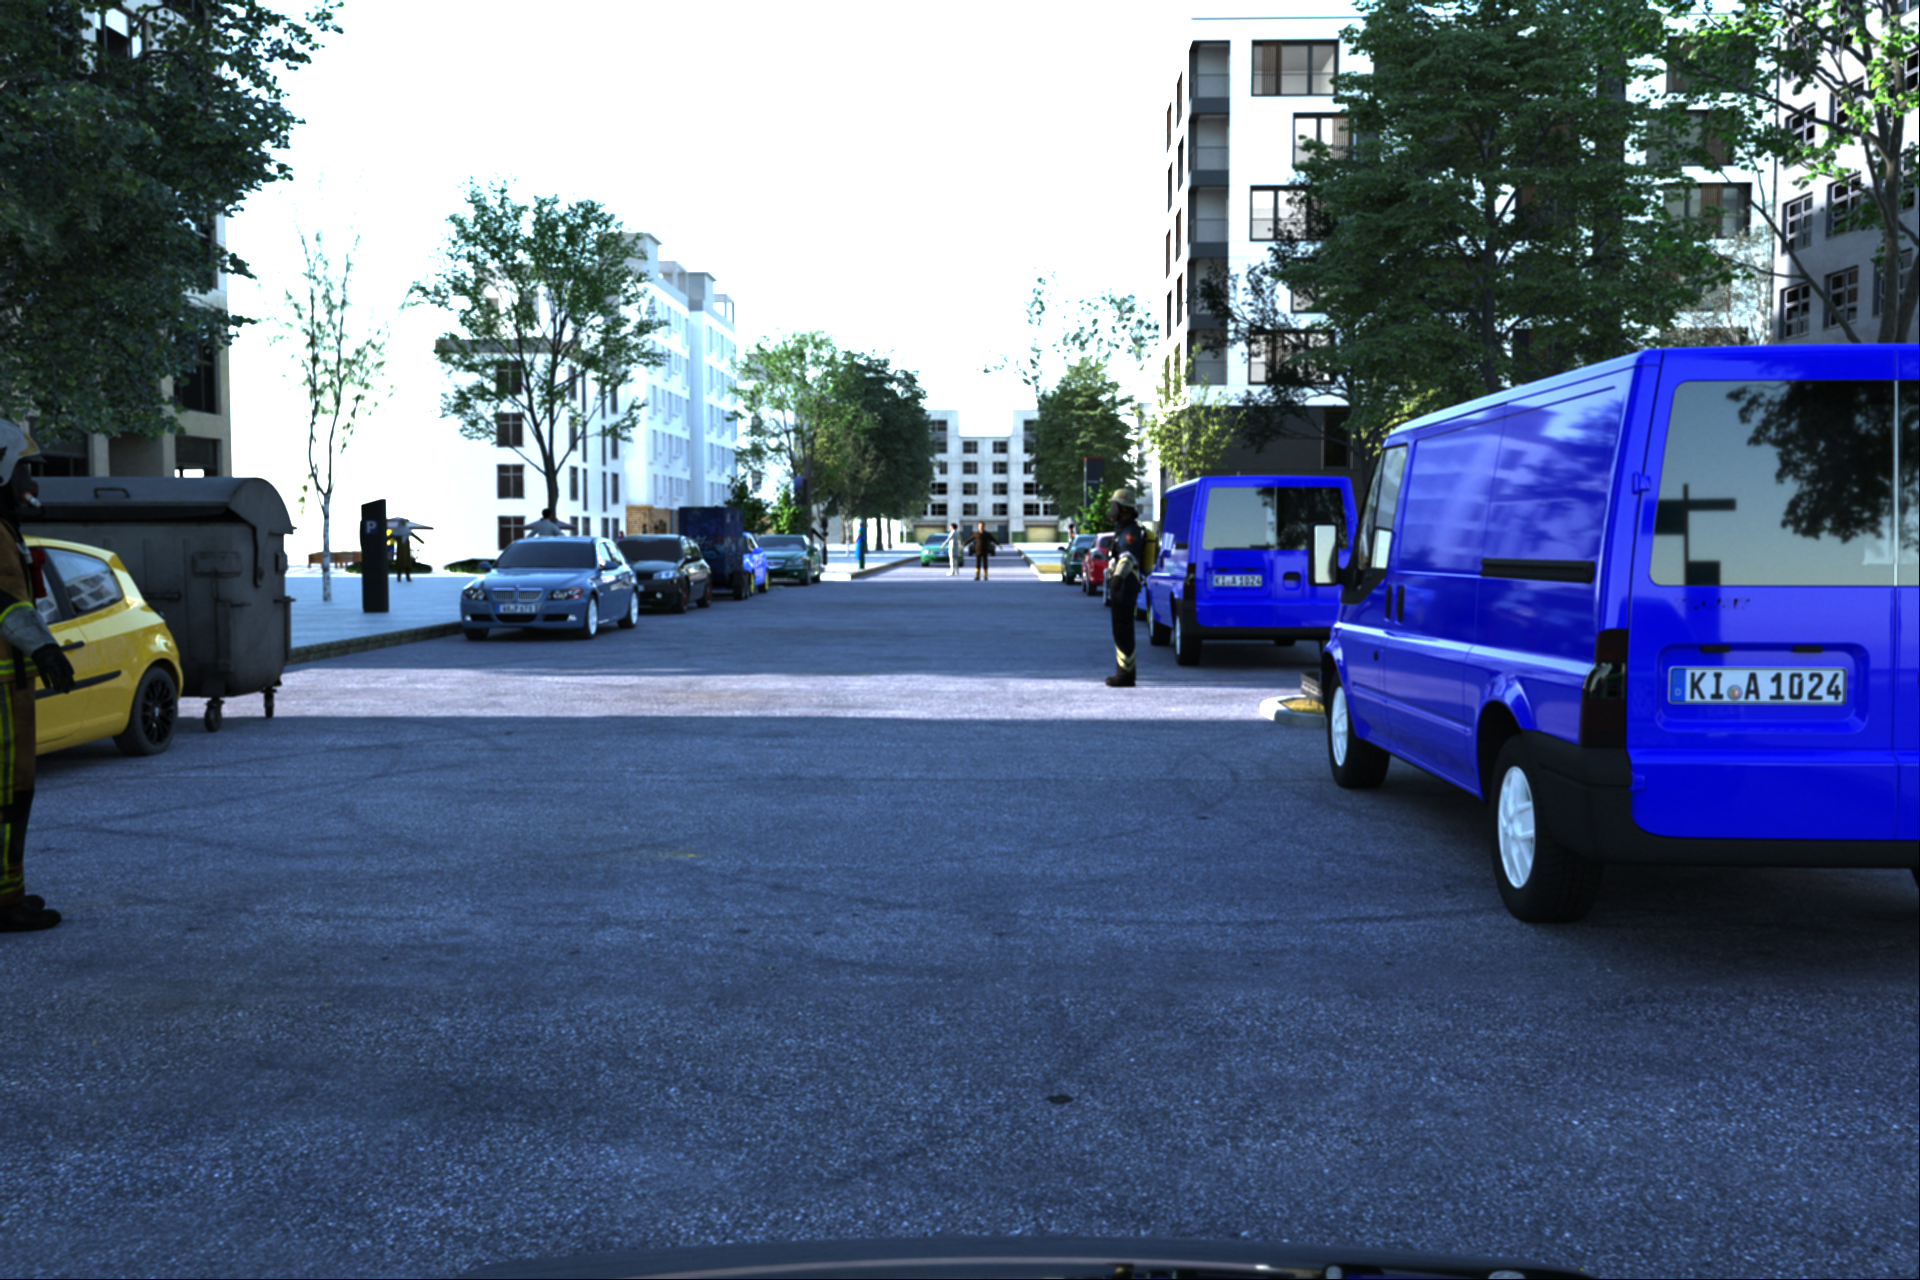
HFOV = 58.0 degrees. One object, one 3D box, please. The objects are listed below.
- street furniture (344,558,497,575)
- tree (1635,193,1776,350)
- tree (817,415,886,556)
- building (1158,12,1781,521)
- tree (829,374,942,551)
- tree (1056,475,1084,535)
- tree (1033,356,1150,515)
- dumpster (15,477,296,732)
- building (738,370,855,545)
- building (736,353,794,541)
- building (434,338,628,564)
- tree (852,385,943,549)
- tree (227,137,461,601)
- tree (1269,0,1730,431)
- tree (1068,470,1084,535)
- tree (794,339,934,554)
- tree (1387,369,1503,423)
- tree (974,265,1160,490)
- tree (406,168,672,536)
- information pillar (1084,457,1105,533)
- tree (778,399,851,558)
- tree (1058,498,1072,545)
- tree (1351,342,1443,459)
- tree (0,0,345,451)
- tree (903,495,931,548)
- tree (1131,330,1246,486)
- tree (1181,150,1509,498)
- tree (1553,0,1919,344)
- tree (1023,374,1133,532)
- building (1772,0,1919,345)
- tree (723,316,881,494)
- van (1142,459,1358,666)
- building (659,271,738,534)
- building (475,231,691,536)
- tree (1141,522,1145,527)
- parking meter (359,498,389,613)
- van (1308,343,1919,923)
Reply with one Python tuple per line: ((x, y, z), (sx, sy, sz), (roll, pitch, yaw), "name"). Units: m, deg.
((-14.363, -2.475, 56.097), (10.072, 0.657, 5.734), (1, 4, 15), "street furniture")
((28.465, -9.265, 61.856), (12.009, 13.543, 11.850), (0, 3, 0), "tree")
((-6.679, -9.308, 102.544), (4.360, 8.622, 3.978), (0, 3, 0), "tree")
((23.567, -14.729, 84.799), (27.936, 21.610, 32.646), (0, 4, 2), "building")
((-6.275, -13.913, 134.130), (9.857, 13.997, 8.962), (0, 3, 0), "tree")
((9.677, -11.952, 145.774), (4.737, 8.622, 4.395), (0, 3, 0), "tree")
((8.118, -11.777, 110.681), (7.486, 12.596, 7.792), (0, 3, 0), "tree")
((-6.106, -0.292, 12.991), (1.865, 1.857, 1.264), (0, 4, 2), "dumpster")
((-23.397, -23.749, 219.220), (19.493, 23.208, 18.063), (0, 4, 1), "building")
((-23.873, -19.906, 181.876), (16.016, 20.090, 11.380), (0, 4, 1), "building")
((-21.494, -8.954, 88.550), (9.099, 9.664, 28.070), (0, 4, 1), "building")
((-6.138, -14.708, 147.128), (9.857, 13.997, 8.962), (0, 3, 0), "tree")
((-12.298, -5.044, 32.838), (4.360, 8.622, 3.978), (0, 3, 0), "tree")
((9.047, -6.857, 30.234), (7.486, 12.596, 7.792), (0, 3, 0), "tree")
((10.404, -12.440, 153.760), (4.737, 8.622, 4.395), (0, 3, 0), "tree")
((-6.458, -12.691, 114.152), (9.857, 13.997, 8.962), (0, 3, 0), "tree")
((18.296, -7.013, 65.033), (4.737, 8.622, 4.395), (0, 3, 0), "tree")
((7.909, -16.331, 122.902), (12.611, 20.169, 13.585), (0, 3, 0), "tree")
((-11.874, -7.596, 49.949), (9.928, 11.665, 9.643), (0, 3, 0), "tree")
((4.557, -4.244, 58.761), (0.750, 3.857, 0.750), (0, 4, 1), "information pillar")
((-7.658, -8.786, 94.013), (4.737, 8.622, 4.395), (0, 3, 0), "tree")
((9.978, -12.840, 160.297), (4.360, 8.622, 3.978), (0, 3, 0), "tree")
((15.720, -6.638, 58.901), (4.737, 8.622, 4.395), (0, 3, 0), "tree")
((-12.358, -6.923, 19.839), (9.857, 13.997, 8.962), (0, 3, 0), "tree")
((-4.852, -12.847, 160.414), (4.737, 8.622, 4.395), (0, 3, 0), "tree")
((7.991, -6.845, 62.283), (4.737, 8.622, 4.395), (0, 3, 0), "tree")
((9.851, -6.587, 42.112), (8.767, 10.594, 7.601), (-3, 5, -41), "tree")
((9.900, -5.658, 18.256), (9.928, 11.665, 9.643), (0, 3, 0), "tree")
((9.607, -14.070, 136.702), (9.857, 13.997, 8.962), (0, 3, 0), "tree")
((28.310, -13.509, 39.280), (11.959, 24.771, 22.079), (0, 4, 2), "building")
((-7.455, -9.577, 82.342), (9.928, 11.665, 9.643), (0, 3, 0), "tree")
((3.336, -0.986, 20.505), (2.240, 2.365, 5.245), (0, 3, 0), "van")
((-23.127, -16.486, 125.967), (16.016, 20.090, 11.380), (0, 4, 2), "building")
((-24.400, -15.495, 109.769), (16.016, 20.090, 11.380), (0, 4, 2), "building")
((26.052, -18.061, 245.657), (4.737, 8.622, 4.395), (0, 3, 0), "tree")
((-9.589, -1.384, 28.333), (0.399, 1.863, 0.255), (0, 4, 2), "parking meter")
((3.019, -0.222, 8.013), (2.240, 2.365, 5.245), (0, 4, 1), "van")
